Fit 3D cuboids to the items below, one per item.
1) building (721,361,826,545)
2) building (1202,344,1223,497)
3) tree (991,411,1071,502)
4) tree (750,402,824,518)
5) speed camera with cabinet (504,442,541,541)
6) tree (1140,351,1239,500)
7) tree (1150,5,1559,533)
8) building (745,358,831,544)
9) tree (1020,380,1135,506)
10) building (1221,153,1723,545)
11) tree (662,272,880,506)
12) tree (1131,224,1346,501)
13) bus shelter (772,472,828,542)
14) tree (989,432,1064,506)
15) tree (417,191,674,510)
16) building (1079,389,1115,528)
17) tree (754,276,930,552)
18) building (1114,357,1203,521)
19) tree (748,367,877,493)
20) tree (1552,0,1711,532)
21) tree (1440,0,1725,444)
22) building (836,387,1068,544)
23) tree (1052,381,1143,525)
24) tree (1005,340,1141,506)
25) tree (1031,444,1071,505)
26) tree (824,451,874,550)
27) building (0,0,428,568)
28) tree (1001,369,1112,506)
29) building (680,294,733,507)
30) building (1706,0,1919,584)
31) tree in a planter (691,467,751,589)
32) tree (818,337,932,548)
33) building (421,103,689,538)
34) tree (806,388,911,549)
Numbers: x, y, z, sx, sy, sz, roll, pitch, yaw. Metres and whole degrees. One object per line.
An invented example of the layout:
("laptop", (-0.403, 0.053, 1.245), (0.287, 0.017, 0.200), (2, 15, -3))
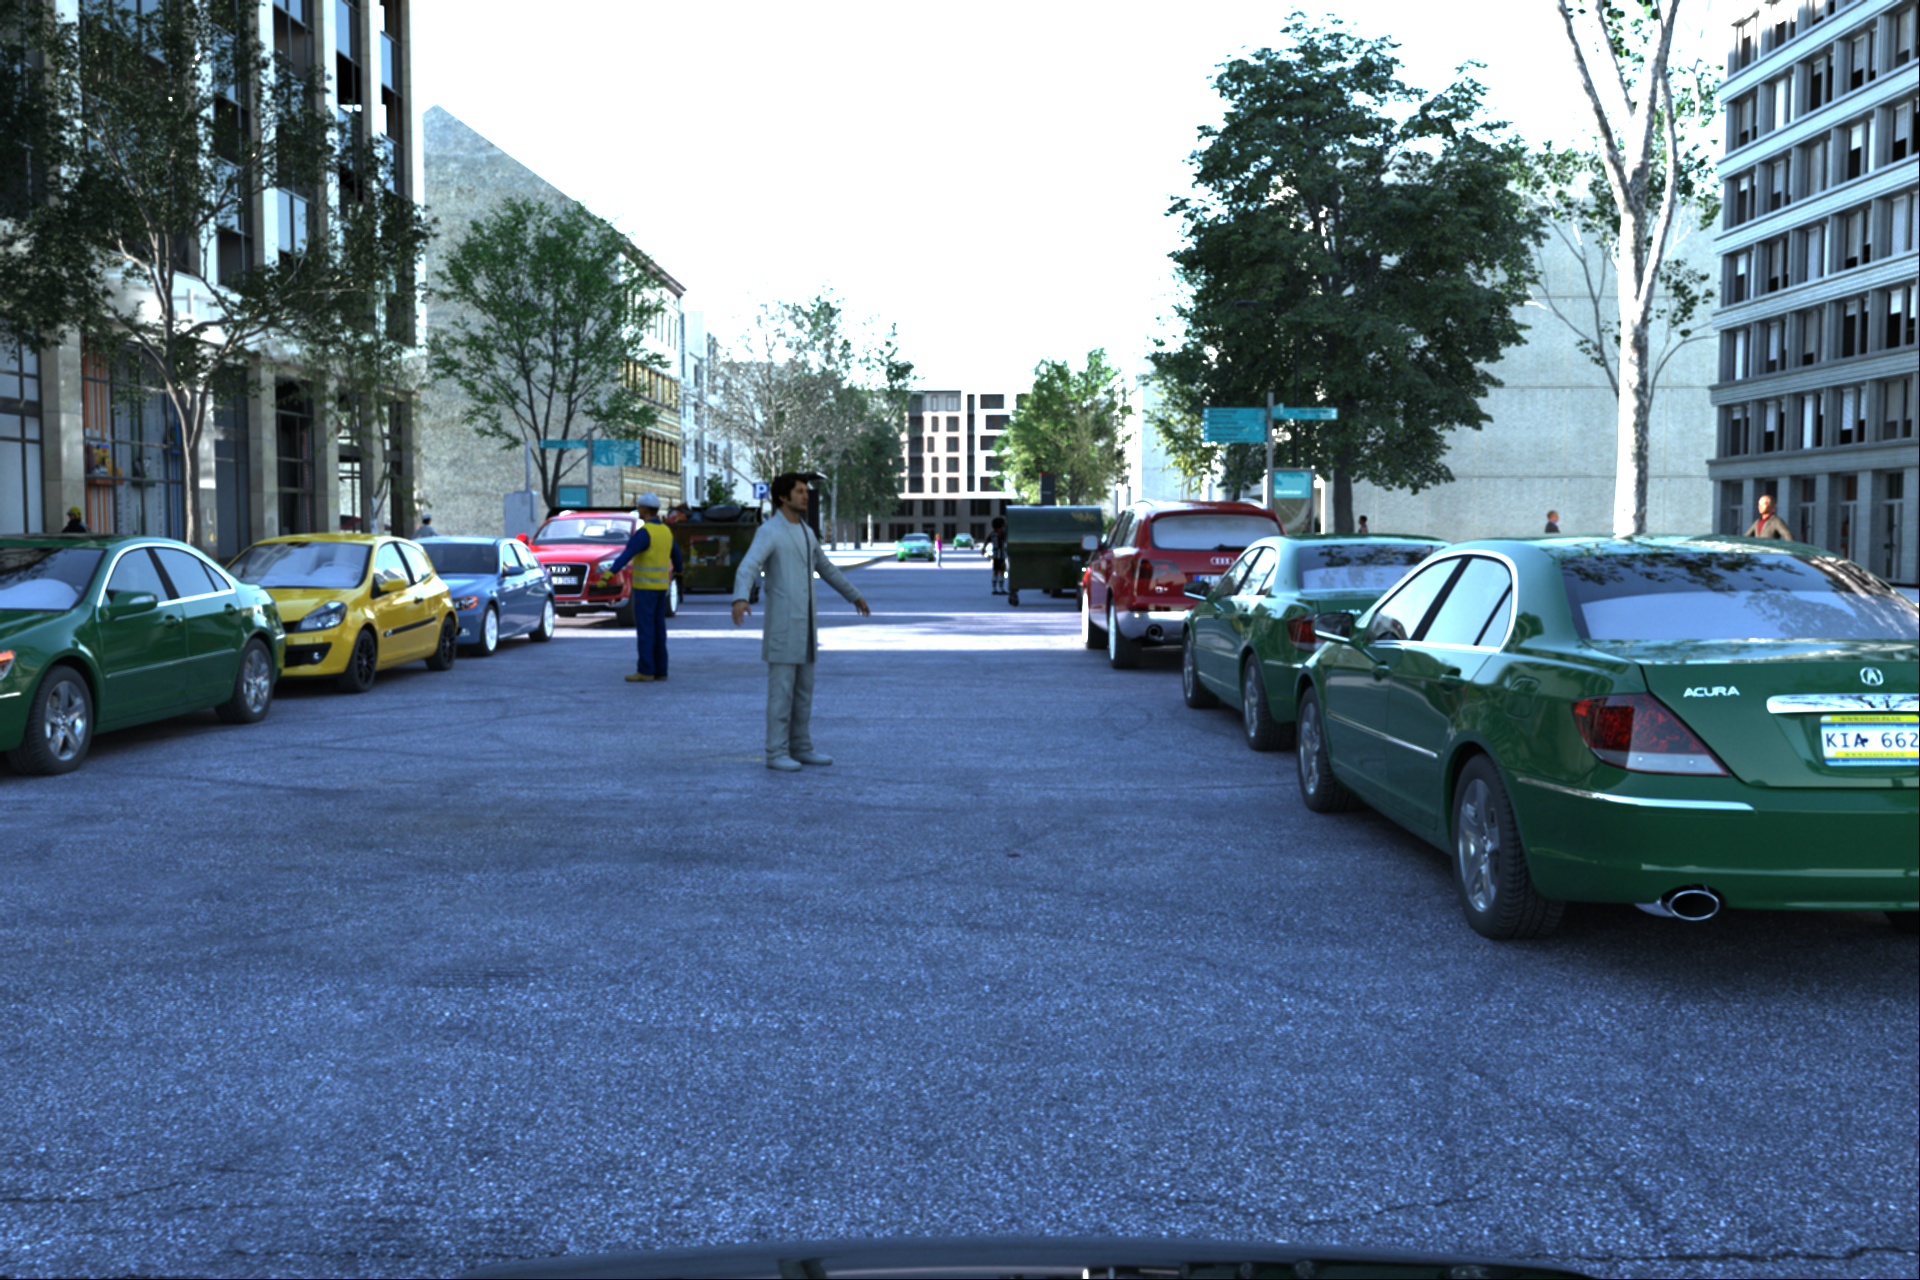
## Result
("building", (-24.424, -19.976, 193.061), (16.747, 18.905, 31.486), (0, 4, -1))
("building", (23.624, -16.798, 131.065), (16.016, 20.090, 11.380), (0, 4, 1))
("tree", (6.315, -13.102, 139.977), (9.928, 11.665, 9.643), (0, 3, 0))
("tree", (-9.246, -8.689, 92.434), (4.737, 8.622, 4.395), (0, 3, 0))
("speed camera with cabinet", (-9.448, -2.662, 37.860), (0.660, 3.252, 2.038), (0, 4, -1))
("tree", (9.078, -7.158, 67.394), (4.737, 8.622, 4.395), (0, 3, 0))
("tree", (9.300, -8.265, 41.790), (9.857, 13.997, 8.962), (0, 3, 0))
("building", (-26.451, -24.154, 225.846), (19.493, 23.208, 18.063), (0, 4, 1))
("tree", (7.025, -10.239, 101.827), (7.601, 10.594, 8.767), (-2, 4, -32))
("building", (24.108, -13.628, 89.269), (16.747, 18.905, 31.486), (0, 4, 1))
("tree", (-8.878, -10.516, 82.304), (12.009, 13.543, 11.850), (0, 3, 0))
("tree", (9.234, -8.027, 57.001), (9.928, 11.665, 9.643), (0, 3, 0))
("bus shelter", (-6.290, -4.725, 68.543), (1.731, 3.624, 6.357), (0, 4, 0))
("tree", (6.364, -14.133, 156.827), (9.928, 11.665, 9.643), (0, 3, 0))
("tree", (-12.640, -7.800, 53.287), (9.928, 11.665, 9.643), (0, 3, 0))
("building", (24.190, -24.289, 228.050), (19.493, 23.208, 18.063), (0, 3, 0))
("tree", (-8.535, -16.504, 125.722), (12.611, 20.169, 13.585), (0, 3, 0))
("building", (25.817, -19.261, 181.377), (16.747, 18.905, 31.486), (0, 4, 1))
("tree", (-8.830, -10.891, 103.828), (9.928, 11.665, 9.643), (0, 3, 0))
("tree", (7.254, -10.172, 22.201), (12.611, 20.169, 13.585), (0, 3, 0))
("tree", (23.873, -12.713, 63.746), (12.611, 20.169, 13.585), (0, 3, 0))
("building", (-0.749, -24.884, 253.279), (32.646, 21.610, 27.936), (0, 4, 5))
("tree", (6.068, -8.190, 84.265), (4.360, 8.622, 3.978), (0, 3, 0))
("tree", (5.997, -10.176, 92.129), (9.928, 11.665, 9.643), (0, 3, 0))
("tree", (6.267, -10.822, 127.305), (4.360, 8.622, 3.978), (0, 3, 0))
("tree", (-9.304, -11.576, 139.624), (4.360, 8.622, 3.978), (0, 3, 0))
("building", (-31.709, -17.231, 47.957), (22.709, 31.103, 35.509), (0, 4, 1))
("tree", (6.360, -12.179, 117.251), (7.486, 12.596, 7.792), (0, 3, 0))
("building", (-28.508, -16.523, 136.610), (16.747, 18.905, 31.486), (0, 4, 0))
("building", (26.412, -12.023, 43.256), (8.464, 21.280, 15.925), (0, 4, 1))
("tree in a planter", (-6.418, -2.989, 46.087), (1.991, 3.239, 1.994), (0, 4, 1))
("tree", (-9.062, -18.905, 164.990), (12.611, 20.169, 13.585), (0, 3, 0))
("building", (-26.544, -16.325, 97.849), (19.493, 23.208, 18.063), (0, 4, 1))
("tree", (-8.994, -14.893, 150.152), (9.857, 13.997, 8.962), (0, 3, 0))
